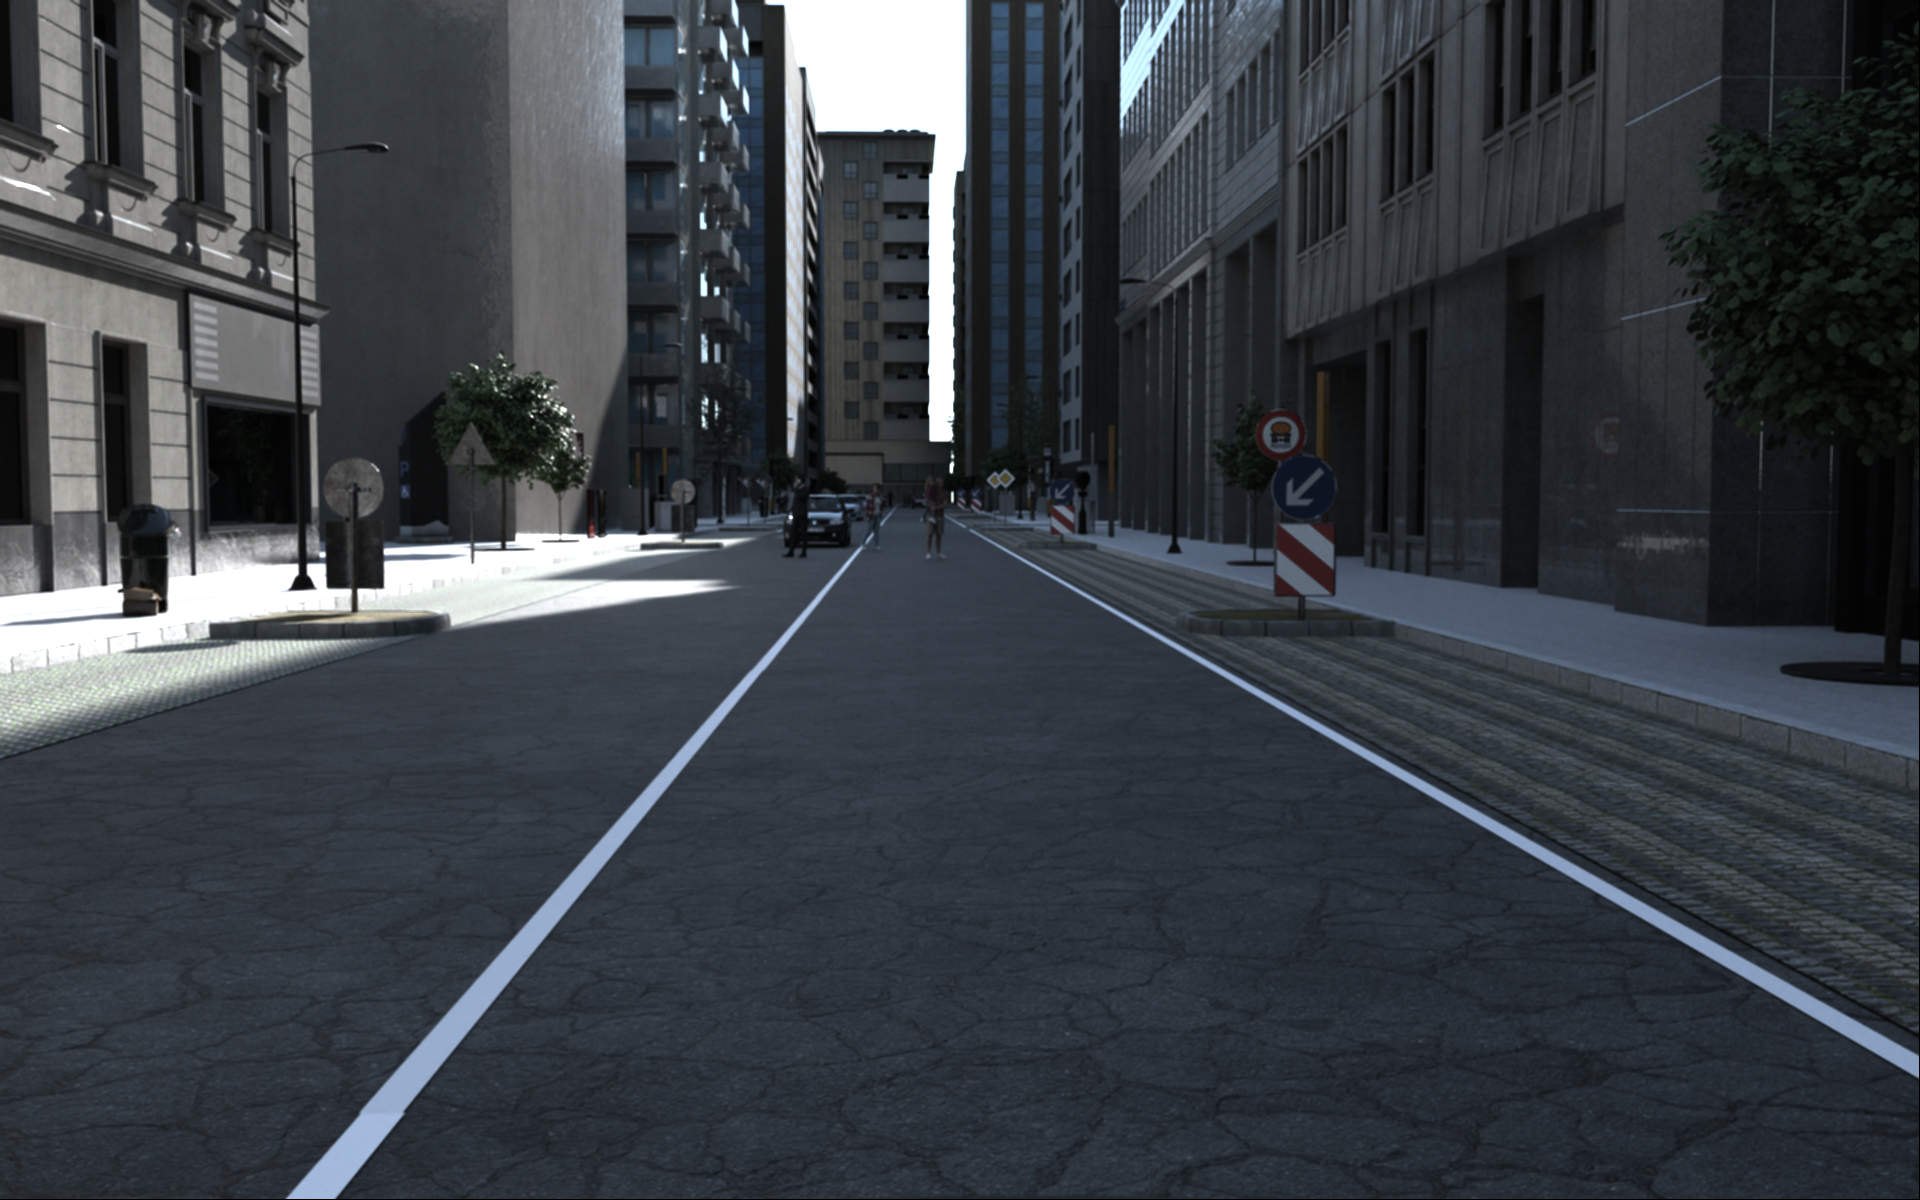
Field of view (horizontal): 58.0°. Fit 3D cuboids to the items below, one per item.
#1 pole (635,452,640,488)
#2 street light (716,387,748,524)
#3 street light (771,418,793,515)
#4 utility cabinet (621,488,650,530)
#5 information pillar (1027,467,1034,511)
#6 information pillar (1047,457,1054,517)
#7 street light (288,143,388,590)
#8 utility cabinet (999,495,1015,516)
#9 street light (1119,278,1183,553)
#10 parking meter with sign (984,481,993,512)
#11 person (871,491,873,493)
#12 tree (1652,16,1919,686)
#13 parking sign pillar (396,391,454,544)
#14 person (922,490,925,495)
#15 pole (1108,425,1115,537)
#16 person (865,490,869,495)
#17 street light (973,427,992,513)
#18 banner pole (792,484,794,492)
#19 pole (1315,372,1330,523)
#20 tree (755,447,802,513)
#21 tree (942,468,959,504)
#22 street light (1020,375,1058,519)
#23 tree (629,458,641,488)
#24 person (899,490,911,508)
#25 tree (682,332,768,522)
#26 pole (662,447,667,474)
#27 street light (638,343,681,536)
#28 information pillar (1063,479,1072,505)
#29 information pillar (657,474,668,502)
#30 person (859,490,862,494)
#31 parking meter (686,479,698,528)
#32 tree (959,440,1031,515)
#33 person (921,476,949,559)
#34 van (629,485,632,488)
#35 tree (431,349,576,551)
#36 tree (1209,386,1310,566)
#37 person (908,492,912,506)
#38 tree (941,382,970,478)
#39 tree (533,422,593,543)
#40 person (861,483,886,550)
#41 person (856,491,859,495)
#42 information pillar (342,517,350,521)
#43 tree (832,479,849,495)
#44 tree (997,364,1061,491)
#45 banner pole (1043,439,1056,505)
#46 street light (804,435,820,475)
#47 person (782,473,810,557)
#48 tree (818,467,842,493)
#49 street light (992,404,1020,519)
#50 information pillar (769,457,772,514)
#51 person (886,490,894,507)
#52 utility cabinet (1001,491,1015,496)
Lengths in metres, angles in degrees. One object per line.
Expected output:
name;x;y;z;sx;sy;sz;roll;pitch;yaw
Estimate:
pole;-15.541;-5.487;83.563;0.158;3.312;0.155;0;3;0
street light;-9.918;-6.287;75.338;1.470;5.913;1.316;0;4;-2
street light;-10.902;-8.166;106.047;1.470;5.913;1.316;0;4;-2
utility cabinet;-11.366;-3.176;60.612;1.173;1.500;0.318;3;5;39
information pillar;5.339;-8.525;130.738;0.504;3.616;0.183;-1;4;-13
information pillar;5.051;-6.413;96.213;0.504;3.616;0.183;-3;5;-44
street light;-8.263;-3.089;23.045;1.470;5.913;1.316;0;4;-2
utility cabinet;2.754;-5.536;101.677;1.020;1.237;0.306;3;5;43
street light;4.111;-3.965;37.375;1.470;5.913;1.316;0;4;-2
parking meter with sign;1.976;-7.704;122.224;0.543;3.016;1.738;-1;4;-12
person;-11.582;-13.370;227.089;0.705;1.826;1.348;0;4;-1
tree;6.503;-1.733;12.053;4.285;4.588;4.351;0;3;0
parking sign pillar;-13.965;-3.462;45.076;1.447;3.967;1.447;2;4;29
person;-4.056;-10.862;185.955;0.599;1.838;0.709;0;4;1
pole;4.509;-3.528;51.529;0.158;3.312;0.155;0;3;0
person;-8.906;-9.629;166.077;1.348;1.807;0.705;-2;4;-27
street light;1.584;-9.000;119.694;1.470;5.913;1.316;0;4;-2
banner pole;-14.269;-9.694;148.512;0.401;3.779;0.863;-2;4;-29
pole;6.067;-2.150;28.989;0.158;3.312;0.155;0;3;0
tree;-12.522;-8.310;119.575;4.285;4.588;4.351;0;3;0
tree;0.670;-11.557;172.676;4.285;4.588;4.351;0;3;0
street light;3.248;-5.830;67.864;1.470;5.913;1.316;0;4;-2
tree;-15.338;-5.083;77.707;1.663;3.219;1.824;0;3;0
person;-5.673;-10.415;178.865;1.350;1.814;0.705;0;4;-1
tree;-10.851;-7.890;79.370;4.360;8.622;3.978;0;3;0
pole;-12.906;-5.012;75.785;0.158;3.312;0.155;0;3;0
street light;-9.292;-4.953;53.529;1.470;5.913;1.316;0;4;-2
information pillar;5.162;-4.823;83.342;0.304;2.012;0.304;-3;4;-37
information pillar;-10.921;-3.615;63.591;0.304;2.012;0.304;0;4;5
person;-10.048;-10.106;173.672;0.705;1.831;1.348;2;4;27
parking meter;-10.178;-3.676;65.814;0.399;1.863;0.255;0;4;4
tree;2.897;-7.861;112.248;4.285;4.588;4.351;0;3;0
person;-0.580;-1.830;38.401;0.573;1.828;0.580;2;4;34
van;-15.345;-3.905;70.857;4.112;2.044;2.013;0;4;-3
tree;-10.407;-3.405;39.381;4.285;4.588;4.351;0;3;0
tree;5.241;-2.250;31.388;1.663;3.219;1.824;0;3;0
person;-6.018;-12.169;208.259;0.742;1.727;0.445;2;4;27
tree;1.851;-14.639;157.467;7.486;12.596;7.792;0;3;0
tree;-10.541;-3.152;46.133;1.663;3.219;1.824;0;3;0
person;-2.228;-2.162;44.680;0.563;1.720;0.643;-3;5;-41
person;-9.435;-9.267;160.739;0.721;1.735;1.217;2;4;30
information pillar;-14.854;-2.301;42.107;0.304;2.012;0.304;-2;4;-24
tree;-15.224;-14.148;225.926;1.663;3.219;1.824;0;3;0
tree;4.328;-9.080;98.816;4.737;8.622;4.395;0;3;0
banner pole;4.096;-5.413;78.527;0.863;3.779;0.401;2;4;34
street light;-11.725;-10.030;136.537;1.470;5.913;1.316;0;4;-2
person;-3.685;-1.923;39.298;0.474;1.900;0.648;-3;5;-42
tree;-15.781;-13.670;207.225;4.285;4.588;4.351;0;3;0
street light;2.561;-7.124;89.025;1.470;5.913;1.316;0;4;-2
information pillar;-12.041;-7.291;110.567;0.183;3.616;0.504;1;4;12
person;-7.700;-11.160;190.930;1.348;1.831;0.705;3;5;39
utility cabinet;3.266;-6.664;117.643;0.318;1.500;1.173;-3;5;-39
